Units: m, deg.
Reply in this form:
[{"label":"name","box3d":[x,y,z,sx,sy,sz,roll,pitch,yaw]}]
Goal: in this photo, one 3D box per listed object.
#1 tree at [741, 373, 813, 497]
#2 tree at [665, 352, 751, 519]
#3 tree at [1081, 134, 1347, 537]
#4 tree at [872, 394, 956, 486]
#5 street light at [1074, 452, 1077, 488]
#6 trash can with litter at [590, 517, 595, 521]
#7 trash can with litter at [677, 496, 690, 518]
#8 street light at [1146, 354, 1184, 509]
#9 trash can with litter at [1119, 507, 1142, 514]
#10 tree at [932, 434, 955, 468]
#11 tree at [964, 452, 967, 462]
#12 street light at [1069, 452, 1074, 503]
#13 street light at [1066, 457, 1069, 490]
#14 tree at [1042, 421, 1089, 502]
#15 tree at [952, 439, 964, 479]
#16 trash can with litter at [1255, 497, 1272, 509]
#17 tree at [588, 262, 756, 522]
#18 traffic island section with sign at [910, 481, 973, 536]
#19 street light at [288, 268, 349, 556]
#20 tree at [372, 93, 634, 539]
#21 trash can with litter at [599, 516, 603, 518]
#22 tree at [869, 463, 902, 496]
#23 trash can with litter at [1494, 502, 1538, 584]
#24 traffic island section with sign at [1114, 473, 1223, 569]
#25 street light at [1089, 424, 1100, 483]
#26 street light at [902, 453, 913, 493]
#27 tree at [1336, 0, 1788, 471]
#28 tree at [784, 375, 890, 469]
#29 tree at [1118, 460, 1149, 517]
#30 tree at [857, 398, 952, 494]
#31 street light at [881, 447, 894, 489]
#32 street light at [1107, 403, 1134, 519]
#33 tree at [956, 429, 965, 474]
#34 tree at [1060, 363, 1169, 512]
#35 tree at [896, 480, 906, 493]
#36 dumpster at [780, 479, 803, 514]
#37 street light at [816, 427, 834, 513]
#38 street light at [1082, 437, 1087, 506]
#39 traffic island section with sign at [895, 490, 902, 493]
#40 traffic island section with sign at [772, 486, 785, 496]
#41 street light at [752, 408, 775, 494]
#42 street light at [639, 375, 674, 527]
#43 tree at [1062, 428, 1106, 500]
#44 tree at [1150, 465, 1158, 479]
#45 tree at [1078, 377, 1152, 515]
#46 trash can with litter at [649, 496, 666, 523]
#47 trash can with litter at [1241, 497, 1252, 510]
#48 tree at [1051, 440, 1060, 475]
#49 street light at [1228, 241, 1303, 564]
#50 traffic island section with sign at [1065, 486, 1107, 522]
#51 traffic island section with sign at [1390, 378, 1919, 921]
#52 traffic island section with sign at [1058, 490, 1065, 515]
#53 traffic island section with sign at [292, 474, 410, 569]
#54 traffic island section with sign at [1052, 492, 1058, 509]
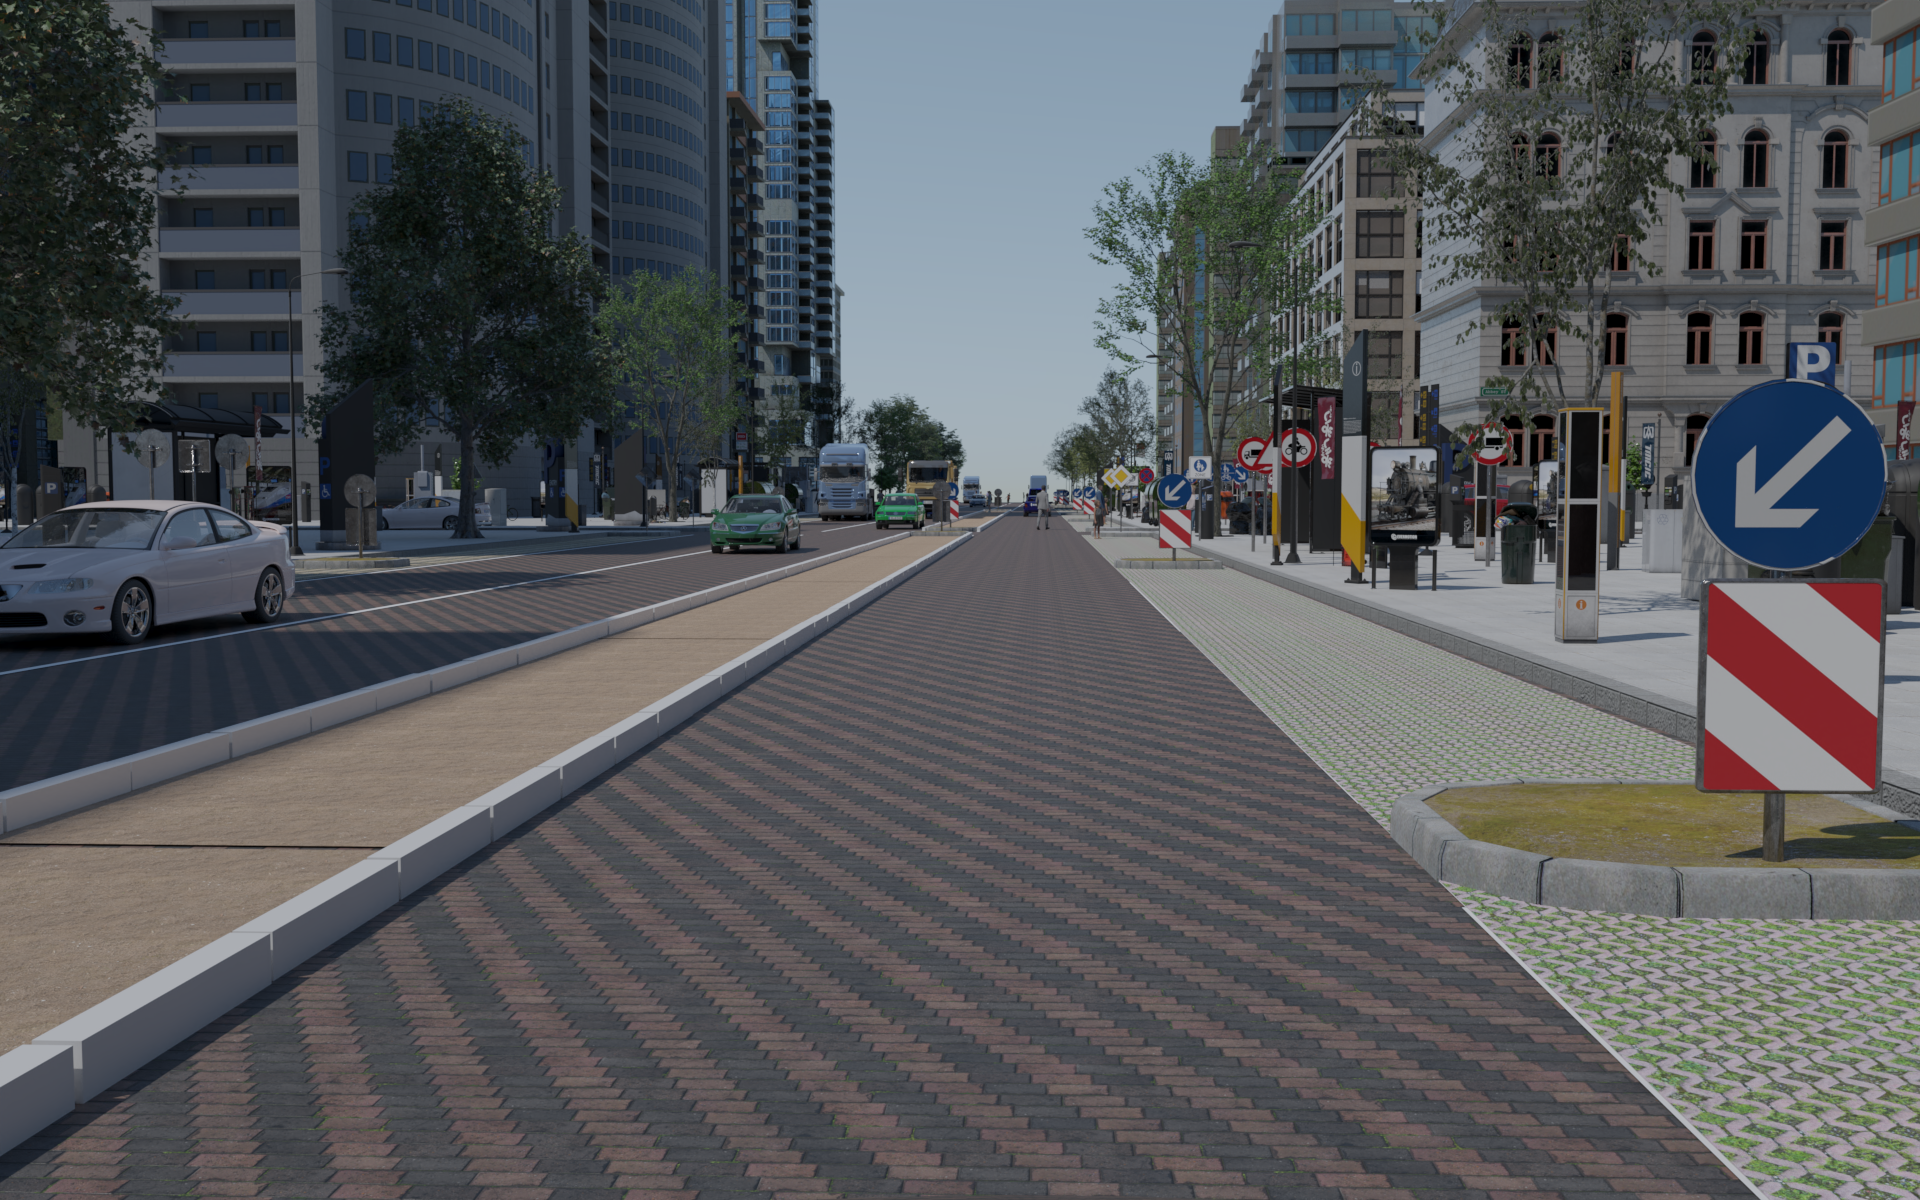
[{"label":"tree","box3d":[-10.909,-9.446,104.798,4.737,8.622,4.395,0,3,0]},{"label":"tree","box3d":[-12.887,-8.481,89.019,4.360,8.622,3.978,0,3,0]},{"label":"tree","box3d":[7.577,-7.697,51.598,9.928,11.665,9.643,0,3,0]},{"label":"tree","box3d":[-6.412,-18.974,216.872,9.857,13.997,8.962,0,3,0]},{"label":"street light","box3d":[11.844,-11.795,165.389,1.470,5.913,1.316,0,4,3]},{"label":"trash can with litter","box3d":[-18.927,-4.424,83.388,2.233,1.210,1.678,3,5,42]},{"label":"trash can with litter","box3d":[-15.006,-4.987,92.929,1.055,1.170,0.624,0,4,0]},{"label":"street light","box3d":[6.880,-5.211,57.737,1.470,5.913,1.316,0,4,3]},{"label":"trash can with litter","box3d":[11.721,-6.291,113.909,2.233,1.210,1.678,3,5,40]},{"label":"tree","box3d":[-3.885,-20.485,269.346,7.601,10.594,8.767,-1,4,-11]},{"label":"tree","box3d":[-2.345,-23.036,302.397,9.928,11.665,9.643,0,3,0]},{"label":"street light","box3d":[13.030,-13.372,191.177,1.470,5.913,1.316,0,4,3]},{"label":"street light","box3d":[14.114,-14.993,217.668,1.470,5.913,1.316,0,4,3]},{"label":"tree","box3d":[18.854,-23.223,290.072,12.009,13.543,11.850,0,3,0]},{"label":"tree","box3d":[-5.678,-19.119,238.352,9.928,11.665,9.643,0,3,0]},{"label":"trash can with litter","box3d":[11.860,-3.371,66.499,0.624,1.170,1.055,-1,4,-21]},{"label":"tree","box3d":[-13.125,-9.348,78.596,9.928,11.665,9.643,0,3,0]},{"label":"traffic island section with sign","box3d":[-0.670,-3.121,59.158,2.006,1.907,1.989,0,4,3]},{"label":"street light","box3d":[-13.276,-3.871,35.828,1.470,5.913,1.316,0,4,3]},{"label":"tree","box3d":[-14.177,-8.128,49.896,9.611,12.733,9.660,0,3,0]},{"label":"trash can with litter","box3d":[-19.039,-5.075,94.041,1.678,1.210,2.233,-1,4,-11]},{"label":"tree","box3d":[-7.765,-11.981,179.606,4.285,4.588,4.351,0,3,0]},{"label":"trash can with litter","box3d":[7.969,-0.829,24.946,0.624,1.170,1.055,1,4,12]},{"label":"traffic island section with sign","box3d":[4.010,-1.531,33.664,1.989,1.847,2.006,0,4,3]},{"label":"street light","box3d":[9.454,-8.717,115.061,1.470,5.913,1.316,0,4,3]},{"label":"street light","box3d":[-5.954,-13.642,195.581,1.470,5.913,1.316,0,4,3]},{"label":"tree","box3d":[6.412,-4.149,18.201,4.360,8.622,3.978,0,3,0]},{"label":"tree","box3d":[-9.616,-12.259,134.852,8.767,10.594,7.601,0,4,-6]},{"label":"tree","box3d":[9.345,-6.165,95.404,1.663,3.219,1.824,0,3,0]},{"label":"tree","box3d":[-7.739,-16.031,187.867,9.928,11.665,9.643,0,3,0]},{"label":"street light","box3d":[-7.145,-12.058,169.692,1.470,5.913,1.316,0,4,3]},{"label":"street light","box3d":[8.235,-7.104,88.691,1.470,5.913,1.316,0,4,3]},{"label":"tree","box3d":[-3.419,-23.467,290.339,9.857,13.997,8.962,0,3,0]},{"label":"tree","box3d":[11.397,-11.579,123.733,7.601,10.594,8.767,0,4,7]},{"label":"tree","box3d":[-6.881,-12.901,205.530,1.663,3.219,1.824,0,3,0]},{"label":"dumpster","box3d":[-11.111,-6.748,112.827,1.502,2.255,1.985,0,4,3]},{"label":"street light","box3d":[-9.404,-9.022,120.043,1.470,5.913,1.316,0,4,3]},{"label":"street light","box3d":[10.624,-10.294,140.849,1.470,5.913,1.316,0,4,3]},{"label":"traffic island section with sign","box3d":[-5.863,-9.666,166.674,1.989,1.847,2.006,0,4,3]},{"label":"traffic island section with sign","box3d":[-9.389,-4.942,89.436,1.989,1.847,2.006,0,4,3]},{"label":"street light","box3d":[-10.634,-7.389,93.354,1.470,5.913,1.316,0,4,3]},{"label":"street light","box3d":[-11.827,-5.812,67.566,1.470,5.913,1.316,0,4,3]},{"label":"tree","box3d":[13.799,-14.476,187.037,4.737,8.622,4.395,0,3,0]},{"label":"tree","box3d":[10.541,-6.414,99.471,1.663,3.219,1.824,0,3,0]},{"label":"tree","box3d":[9.940,-9.562,106.694,4.360,8.622,3.978,0,3,0]},{"label":"trash can with litter","box3d":[-13.713,-3.965,75.887,1.678,1.210,2.233,1,4,17]},{"label":"trash can with litter","box3d":[12.685,-4.005,76.870,0.624,1.170,1.055,3,5,39]},{"label":"tree","box3d":[16.700,-18.108,230.470,7.601,10.594,8.767,1,4,20]},{"label":"street light","box3d":[5.630,-3.634,31.952,1.470,5.913,1.316,0,4,3]},{"label":"traffic island section with sign","box3d":[6.563,-4.947,89.507,1.989,1.847,2.006,0,4,3]},{"label":"traffic island section with sign","box3d":[2.777,0.116,6.737,1.989,1.847,2.006,0,4,3]},{"label":"traffic island section with sign","box3d":[7.770,-6.594,116.435,1.989,1.847,2.006,0,4,3]},{"label":"traffic island section with sign","box3d":[-11.924,-1.546,33.913,1.989,1.847,2.006,0,4,3]},{"label":"traffic island section with sign","box3d":[10.074,-9.661,166.583,1.989,1.847,2.006,0,4,3]}]
